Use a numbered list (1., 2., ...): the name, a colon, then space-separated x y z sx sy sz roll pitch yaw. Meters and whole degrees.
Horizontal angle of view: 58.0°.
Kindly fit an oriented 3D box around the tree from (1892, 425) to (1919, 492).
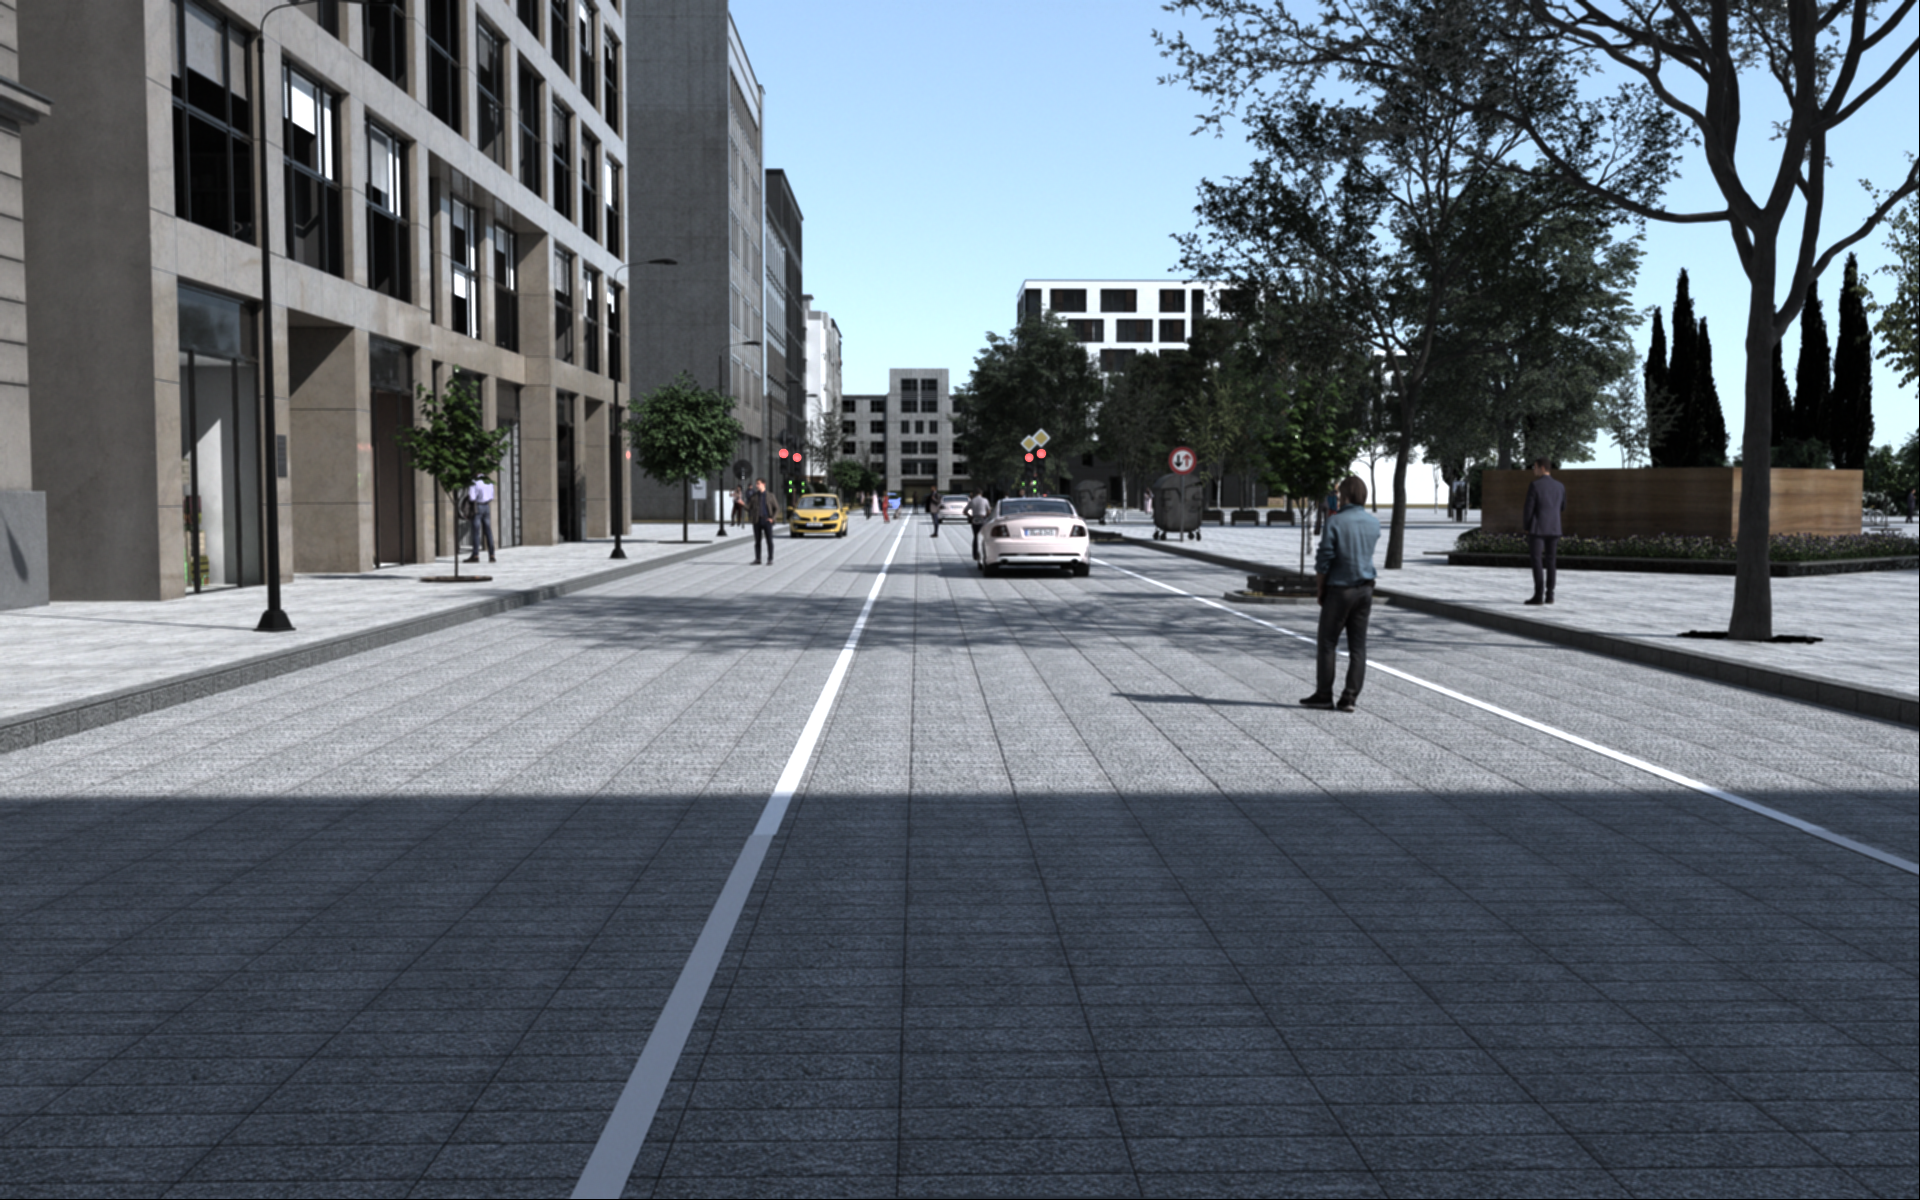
1. tree: 37.924 -5.088 66.905 4.285 4.588 4.351 0 3 0

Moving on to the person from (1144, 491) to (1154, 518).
1. person: 10.234 -5.086 92.384 0.628 1.438 0.799 2 4 28

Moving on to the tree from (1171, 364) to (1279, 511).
1. tree: 13.970 -8.825 94.649 4.737 8.622 4.395 0 3 0

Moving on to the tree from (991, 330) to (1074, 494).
1. tree: 5.418 -10.087 99.331 8.767 10.594 7.601 2 4 26

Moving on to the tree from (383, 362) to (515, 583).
1. tree: -7.309 -1.888 25.475 1.663 3.219 1.824 0 3 0

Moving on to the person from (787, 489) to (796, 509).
1. person: -8.139 -4.631 84.030 0.388 1.546 0.482 2 4 28

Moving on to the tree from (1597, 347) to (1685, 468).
1. tree: 32.880 -8.227 84.867 4.360 8.622 3.978 0 3 0

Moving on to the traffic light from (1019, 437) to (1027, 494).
1. traffic light: 3.201 -5.617 81.078 0.839 4.213 0.868 0 4 -1

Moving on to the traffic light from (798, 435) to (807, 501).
1. traffic light: -7.556 -5.600 80.807 0.839 4.213 0.868 0 4 -1

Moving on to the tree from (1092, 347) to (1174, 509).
1. tree: 15.070 -14.783 149.123 7.806 13.903 7.818 0 3 0

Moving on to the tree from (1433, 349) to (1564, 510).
1. tree: 48.544 -15.099 148.684 18.604 14.587 13.155 -2 4 -34

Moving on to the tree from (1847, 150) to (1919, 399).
1. tree: 20.804 -5.269 36.515 4.737 8.622 4.395 0 3 0

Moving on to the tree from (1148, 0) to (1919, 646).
1. tree: 7.076 -6.396 14.950 12.009 13.543 11.850 0 3 0

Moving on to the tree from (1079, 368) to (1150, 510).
1. tree: 13.359 -13.105 140.027 9.928 11.665 9.643 0 3 0

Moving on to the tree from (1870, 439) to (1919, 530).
1. tree: 32.783 -4.081 61.320 1.663 3.219 1.824 0 3 0

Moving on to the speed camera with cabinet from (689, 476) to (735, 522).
1. speed camera with cabinet: -11.489 -5.259 80.323 2.038 3.252 0.660 -1 4 -22

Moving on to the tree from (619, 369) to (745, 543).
1. tree: -7.308 -3.777 45.466 4.285 4.588 4.351 0 3 0

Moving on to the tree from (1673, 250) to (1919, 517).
1. tree: 47.499 -12.204 101.353 18.604 14.587 13.155 2 4 24

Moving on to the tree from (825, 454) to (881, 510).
1. tree: -9.435 -9.697 142.252 4.285 4.588 4.351 0 3 0

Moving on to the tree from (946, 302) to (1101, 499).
1. tree: 4.917 -12.852 116.779 9.857 13.997 8.962 0 3 0

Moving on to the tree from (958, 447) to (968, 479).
1. tree: 1.815 -16.624 222.157 4.360 8.622 3.978 0 3 0

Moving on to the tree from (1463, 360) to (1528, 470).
1. tree: 26.420 -8.276 85.669 4.737 8.622 4.395 0 3 0

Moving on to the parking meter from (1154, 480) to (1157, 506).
1. parking meter: 8.417 -4.136 73.342 0.399 1.863 0.255 -3 5 -43

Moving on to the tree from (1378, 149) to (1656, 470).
1. tree: 20.472 -9.650 64.433 9.857 13.997 8.962 0 3 0

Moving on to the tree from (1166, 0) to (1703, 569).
1. tree: 7.523 -5.788 29.039 8.767 10.594 7.601 -1 4 -20

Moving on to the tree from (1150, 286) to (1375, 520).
1. tree: 16.482 -9.765 85.418 9.928 11.665 9.643 0 3 0

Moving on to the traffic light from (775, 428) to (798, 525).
1. traffic light: -7.366 -5.112 72.824 0.839 4.213 0.868 0 4 -1

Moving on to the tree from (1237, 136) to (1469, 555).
1. tree: 7.646 -5.277 36.637 4.360 8.622 3.978 0 3 0

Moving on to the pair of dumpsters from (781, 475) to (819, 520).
1. pair of dumpsters: -8.246 -5.238 88.136 1.574 2.255 4.436 0 4 -1

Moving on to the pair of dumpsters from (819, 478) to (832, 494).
1. pair of dumpsters: -8.651 -6.276 105.101 1.574 2.255 4.436 0 4 -1

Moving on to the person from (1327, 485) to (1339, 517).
1. person: 13.175 -3.276 61.302 0.444 1.614 0.593 -1 4 -12

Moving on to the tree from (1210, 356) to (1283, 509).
1. tree: 24.439 -14.790 149.243 7.806 13.903 7.818 0 3 0

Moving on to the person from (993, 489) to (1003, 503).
1. person: 4.424 -12.186 204.907 1.348 1.869 0.705 1 4 12

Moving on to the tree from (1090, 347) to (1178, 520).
1. tree: 8.352 -8.300 86.069 4.360 8.622 3.978 0 3 0

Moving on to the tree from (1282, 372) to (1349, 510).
1. tree: 26.841 -12.867 132.429 6.751 12.117 7.091 0 3 0

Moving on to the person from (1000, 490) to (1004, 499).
1. person: 4.739 -10.976 185.529 0.705 1.821 1.348 -3 5 -39

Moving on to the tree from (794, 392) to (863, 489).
1. tree: -9.582 -10.641 124.338 4.360 8.622 3.978 0 3 0

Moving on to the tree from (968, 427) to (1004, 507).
1. tree: 3.219 -13.480 170.763 4.360 8.622 3.978 0 3 0

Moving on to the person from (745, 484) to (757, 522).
1. person: -9.650 -4.542 80.746 0.683 1.767 0.568 -2 4 -30

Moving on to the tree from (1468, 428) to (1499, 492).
1. tree: 31.692 -9.593 107.205 4.360 8.622 3.978 0 3 0

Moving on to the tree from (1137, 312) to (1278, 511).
1. tree: 14.656 -11.081 103.233 6.751 12.117 7.091 0 3 0

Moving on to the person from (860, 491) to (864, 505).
1. person: -11.378 -11.890 201.112 0.551 1.740 0.621 0 4 1

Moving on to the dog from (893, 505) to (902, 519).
1. dog: -3.683 -5.013 98.807 0.800 0.831 0.513 0 4 -5

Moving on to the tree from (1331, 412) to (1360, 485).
1. tree: 31.549 -11.969 146.061 4.737 8.622 4.395 0 3 0

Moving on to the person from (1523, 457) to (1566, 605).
1. person: 6.812 -0.809 20.196 0.541 1.710 0.530 0 4 -6

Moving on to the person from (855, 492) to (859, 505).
1. person: -12.244 -12.301 207.691 0.617 1.759 0.750 0 4 -2

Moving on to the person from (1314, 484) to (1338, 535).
1. person: 11.371 -2.881 53.954 0.742 1.727 0.445 -1 4 -21

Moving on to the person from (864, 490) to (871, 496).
1. person: -11.100 -12.211 206.516 1.217 1.723 0.721 -2 4 -34

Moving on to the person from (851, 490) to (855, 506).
1. person: -11.212 -10.768 182.815 0.721 1.735 1.217 0 4 6

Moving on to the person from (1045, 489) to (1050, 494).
1. person: 8.019 -9.247 158.146 0.541 1.710 0.530 0 4 1

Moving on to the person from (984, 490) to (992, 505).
1. person: 3.249 -11.983 202.106 1.348 1.807 0.705 -2 4 -30

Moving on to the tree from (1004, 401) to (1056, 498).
1. tree: 4.786 -11.175 133.066 4.737 8.622 4.395 0 3 0

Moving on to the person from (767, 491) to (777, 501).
1. person: -10.087 -5.107 92.777 0.421 1.427 0.697 3 5 41

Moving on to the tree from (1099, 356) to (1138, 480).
1. tree: 13.854 -12.737 130.309 6.751 12.117 7.091 0 3 0

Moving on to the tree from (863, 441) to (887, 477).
1. tree: -12.111 -17.166 231.024 4.360 8.622 3.978 0 3 0

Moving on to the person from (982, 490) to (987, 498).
1. person: 3.033 -13.132 221.272 1.217 1.766 0.721 3 5 40

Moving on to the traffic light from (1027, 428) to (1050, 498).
1. traffic light: 3.392 -5.129 73.096 0.839 4.213 0.868 0 4 -1

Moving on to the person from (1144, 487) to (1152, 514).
1. person: 12.037 -6.387 111.133 0.551 1.740 0.621 -1 4 -14

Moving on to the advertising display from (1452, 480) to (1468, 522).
1. advertising display: 23.353 -4.634 80.973 0.123 1.923 0.974 -1 4 -23
